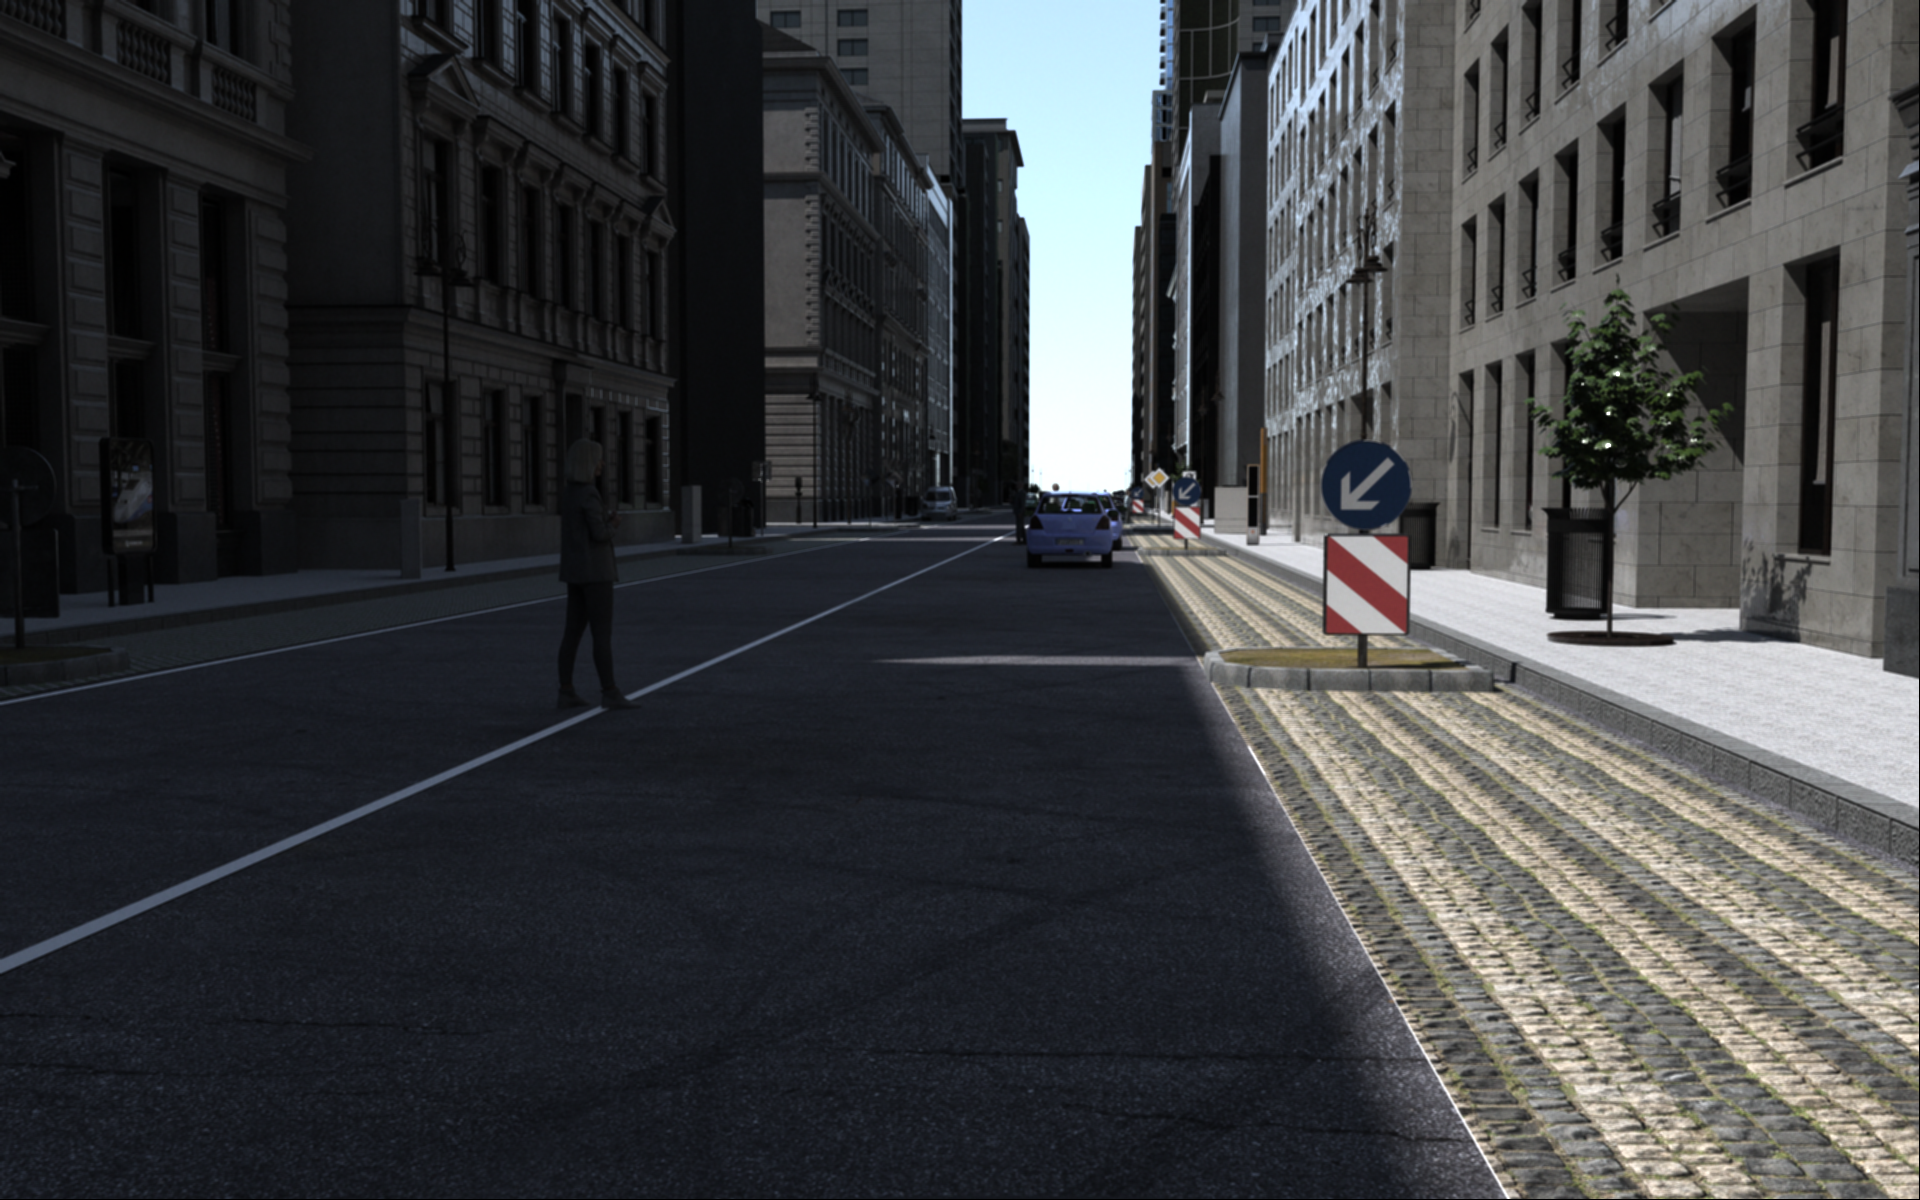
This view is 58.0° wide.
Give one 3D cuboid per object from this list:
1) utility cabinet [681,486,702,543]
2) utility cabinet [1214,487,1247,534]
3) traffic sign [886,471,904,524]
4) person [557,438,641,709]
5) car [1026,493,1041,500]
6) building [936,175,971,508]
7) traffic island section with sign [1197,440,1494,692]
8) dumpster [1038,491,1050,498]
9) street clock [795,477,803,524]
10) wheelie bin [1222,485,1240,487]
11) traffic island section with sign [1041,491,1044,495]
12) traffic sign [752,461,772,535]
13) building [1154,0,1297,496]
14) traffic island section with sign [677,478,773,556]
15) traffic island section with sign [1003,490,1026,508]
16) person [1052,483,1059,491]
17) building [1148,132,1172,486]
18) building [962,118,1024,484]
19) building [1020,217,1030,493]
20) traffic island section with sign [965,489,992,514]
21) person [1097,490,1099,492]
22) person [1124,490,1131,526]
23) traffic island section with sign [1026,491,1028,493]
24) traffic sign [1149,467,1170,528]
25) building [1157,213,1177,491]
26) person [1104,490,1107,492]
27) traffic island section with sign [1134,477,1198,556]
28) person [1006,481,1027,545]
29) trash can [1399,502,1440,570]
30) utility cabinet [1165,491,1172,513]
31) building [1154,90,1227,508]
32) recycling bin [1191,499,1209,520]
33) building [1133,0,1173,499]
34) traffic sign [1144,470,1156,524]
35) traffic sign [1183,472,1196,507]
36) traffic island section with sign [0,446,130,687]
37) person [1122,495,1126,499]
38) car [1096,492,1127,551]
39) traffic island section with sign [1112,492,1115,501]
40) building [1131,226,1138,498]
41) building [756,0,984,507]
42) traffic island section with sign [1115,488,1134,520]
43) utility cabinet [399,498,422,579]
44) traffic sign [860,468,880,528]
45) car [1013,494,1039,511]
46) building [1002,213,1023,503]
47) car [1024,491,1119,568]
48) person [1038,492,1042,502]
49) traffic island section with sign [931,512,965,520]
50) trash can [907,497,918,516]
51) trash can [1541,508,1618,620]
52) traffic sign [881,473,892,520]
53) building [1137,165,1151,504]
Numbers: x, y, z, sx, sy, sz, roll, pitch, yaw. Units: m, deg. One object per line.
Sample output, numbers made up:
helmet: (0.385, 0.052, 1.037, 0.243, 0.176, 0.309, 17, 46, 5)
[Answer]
utility cabinet: (-7.026, -2.236, 45.243, 0.318, 1.500, 1.173, 0, 4, 3)
utility cabinet: (8.786, -2.871, 55.625, 1.173, 1.500, 0.318, 1, 4, 22)
traffic sign: (-2.771, -4.299, 73.937, 0.795, 2.450, 0.064, 0, 4, 5)
person: (-2.463, -0.183, 11.670, 0.526, 1.800, 0.537, -1, 4, -23)
car: (5.471, -7.964, 139.259, 2.155, 1.783, 4.494, 0, 4, 3)
building: (-6.579, -23.538, 156.552, 14.160, 30.474, 14.107, 0, 4, 5)
traffic island section with sign: (2.922, -0.294, 13.438, 1.989, 1.847, 2.006, 0, 4, 5)
dumpster: (12.795, -15.504, 261.702, 1.865, 1.857, 1.264, 0, 4, 6)
street clock: (-6.977, -4.304, 74.948, 0.358, 2.002, 0.471, 0, 4, 4)
wheelie bin: (9.680, -3.292, 61.729, 0.980, 1.594, 0.693, -1, 4, -12)
traffic island section with sign: (14.387, -16.773, 282.860, 1.989, 1.847, 2.006, 0, 4, 5)
traffic sign: (-6.120, -3.143, 53.520, 0.606, 2.300, 0.079, 0, 4, 7)
building: (32.344, -46.310, 195.424, 20.563, 71.187, 20.611, 0, 4, 5)
traffic island section with sign: (-5.499, -1.983, 41.053, 1.989, 1.847, 2.006, 0, 4, 5)
traffic island section with sign: (5.329, -10.042, 172.817, 1.989, 1.847, 2.006, 0, 4, 5)
person: (2.862, -2.697, 53.086, 0.515, 1.767, 0.782, 0, 4, 5)
building: (30.670, -34.506, 214.284, 14.600, 45.320, 14.200, 0, 4, 5)
building: (-5.751, -40.272, 247.683, 28.713, 52.752, 27.495, 0, 4, 5)
building: (0.416, -40.541, 286.548, 21.300, 48.544, 21.600, 0, 4, 5)
traffic island section with sign: (1.277, -7.035, 123.653, 1.989, 1.847, 2.006, 0, 4, 5)
person: (14.891, -10.966, 187.654, 0.709, 1.838, 0.599, 2, 4, 23)
person: (7.481, -4.088, 77.148, 0.330, 1.601, 0.589, 2, 4, 24)
traffic island section with sign: (7.561, -11.701, 199.938, 1.989, 1.847, 2.006, 0, 4, 5)
traffic sign: (7.480, -3.757, 65.064, 0.795, 2.450, 0.064, 0, 4, 5)
building: (27.495, -24.946, 179.576, 14.160, 30.474, 14.107, 0, 4, 5)
person: (12.810, -8.814, 152.606, 0.705, 1.824, 1.348, -1, 4, -16)
traffic island section with sign: (5.163, -1.952, 40.543, 1.989, 1.847, 2.006, 0, 4, 5)
person: (1.622, -2.463, 48.947, 0.590, 1.801, 0.661, 0, 4, -8)
trash can: (7.788, -1.091, 29.488, 0.748, 1.137, 0.748, 0, 3, 0)
utility cabinet: (14.153, -6.640, 117.236, 0.318, 1.500, 1.173, 1, 4, 22)
building: (34.253, -28.568, 158.971, 32.217, 40.220, 23.993, 0, 4, 5)
recycling bin: (12.106, -4.582, 87.476, 0.722, 1.027, 0.722, -1, 4, -16)
building: (38.316, -58.320, 266.201, 22.319, 86.520, 31.000, 0, 4, 5)
traffic sign: (8.135, -4.243, 73.023, 0.795, 2.450, 0.064, 0, 4, 5)
traffic sign: (10.331, -4.642, 78.024, 0.606, 2.300, 0.079, 1, 4, 9)
traffic island section with sign: (-7.758, -0.305, 13.613, 1.989, 1.847, 2.006, 0, 4, 5)
person: (16.197, -9.751, 168.641, 0.721, 1.743, 1.217, -2, 4, -33)
car: (3.387, -2.179, 45.213, 1.945, 1.707, 3.694, 0, 4, 6)
traffic island section with sign: (11.866, -6.933, 121.979, 1.989, 1.847, 2.006, 0, 4, 5)
building: (40.074, -40.982, 293.749, 21.300, 48.544, 21.600, 0, 4, 5)
building: (-8.127, -44.928, 172.821, 20.563, 71.187, 20.611, 0, 4, 5)
traffic island section with sign: (9.650, -5.290, 95.114, 1.989, 1.847, 2.006, 0, 4, 5)
utility cabinet: (-8.431, -0.943, 26.580, 0.306, 1.237, 1.020, -1, 4, -16)
traffic sign: (-3.426, -3.813, 65.979, 0.795, 2.450, 0.064, 0, 4, 5)
car: (5.183, -7.689, 134.506, 1.959, 1.807, 4.718, 0, 4, 7)
building: (2.478, -37.822, 268.500, 14.600, 45.320, 14.200, 0, 4, 5)
car: (2.239, -1.554, 34.997, 1.945, 1.707, 3.694, 0, 4, 4)
person: (11.683, -14.835, 251.856, 0.445, 1.727, 0.742, 3, 4, 37)
traffic island section with sign: (-0.911, -5.392, 96.786, 1.989, 1.847, 2.006, 0, 4, 5)
trash can: (-2.772, -5.465, 101.002, 0.748, 1.137, 0.748, 0, 3, 0)
trash can: (6.357, -0.377, 17.812, 0.748, 1.137, 0.748, 0, 3, 0)
traffic sign: (-3.564, -5.031, 84.386, 0.606, 2.300, 0.079, 1, 4, 13)
building: (36.080, -37.768, 241.205, 21.300, 48.544, 21.600, 0, 4, 5)
